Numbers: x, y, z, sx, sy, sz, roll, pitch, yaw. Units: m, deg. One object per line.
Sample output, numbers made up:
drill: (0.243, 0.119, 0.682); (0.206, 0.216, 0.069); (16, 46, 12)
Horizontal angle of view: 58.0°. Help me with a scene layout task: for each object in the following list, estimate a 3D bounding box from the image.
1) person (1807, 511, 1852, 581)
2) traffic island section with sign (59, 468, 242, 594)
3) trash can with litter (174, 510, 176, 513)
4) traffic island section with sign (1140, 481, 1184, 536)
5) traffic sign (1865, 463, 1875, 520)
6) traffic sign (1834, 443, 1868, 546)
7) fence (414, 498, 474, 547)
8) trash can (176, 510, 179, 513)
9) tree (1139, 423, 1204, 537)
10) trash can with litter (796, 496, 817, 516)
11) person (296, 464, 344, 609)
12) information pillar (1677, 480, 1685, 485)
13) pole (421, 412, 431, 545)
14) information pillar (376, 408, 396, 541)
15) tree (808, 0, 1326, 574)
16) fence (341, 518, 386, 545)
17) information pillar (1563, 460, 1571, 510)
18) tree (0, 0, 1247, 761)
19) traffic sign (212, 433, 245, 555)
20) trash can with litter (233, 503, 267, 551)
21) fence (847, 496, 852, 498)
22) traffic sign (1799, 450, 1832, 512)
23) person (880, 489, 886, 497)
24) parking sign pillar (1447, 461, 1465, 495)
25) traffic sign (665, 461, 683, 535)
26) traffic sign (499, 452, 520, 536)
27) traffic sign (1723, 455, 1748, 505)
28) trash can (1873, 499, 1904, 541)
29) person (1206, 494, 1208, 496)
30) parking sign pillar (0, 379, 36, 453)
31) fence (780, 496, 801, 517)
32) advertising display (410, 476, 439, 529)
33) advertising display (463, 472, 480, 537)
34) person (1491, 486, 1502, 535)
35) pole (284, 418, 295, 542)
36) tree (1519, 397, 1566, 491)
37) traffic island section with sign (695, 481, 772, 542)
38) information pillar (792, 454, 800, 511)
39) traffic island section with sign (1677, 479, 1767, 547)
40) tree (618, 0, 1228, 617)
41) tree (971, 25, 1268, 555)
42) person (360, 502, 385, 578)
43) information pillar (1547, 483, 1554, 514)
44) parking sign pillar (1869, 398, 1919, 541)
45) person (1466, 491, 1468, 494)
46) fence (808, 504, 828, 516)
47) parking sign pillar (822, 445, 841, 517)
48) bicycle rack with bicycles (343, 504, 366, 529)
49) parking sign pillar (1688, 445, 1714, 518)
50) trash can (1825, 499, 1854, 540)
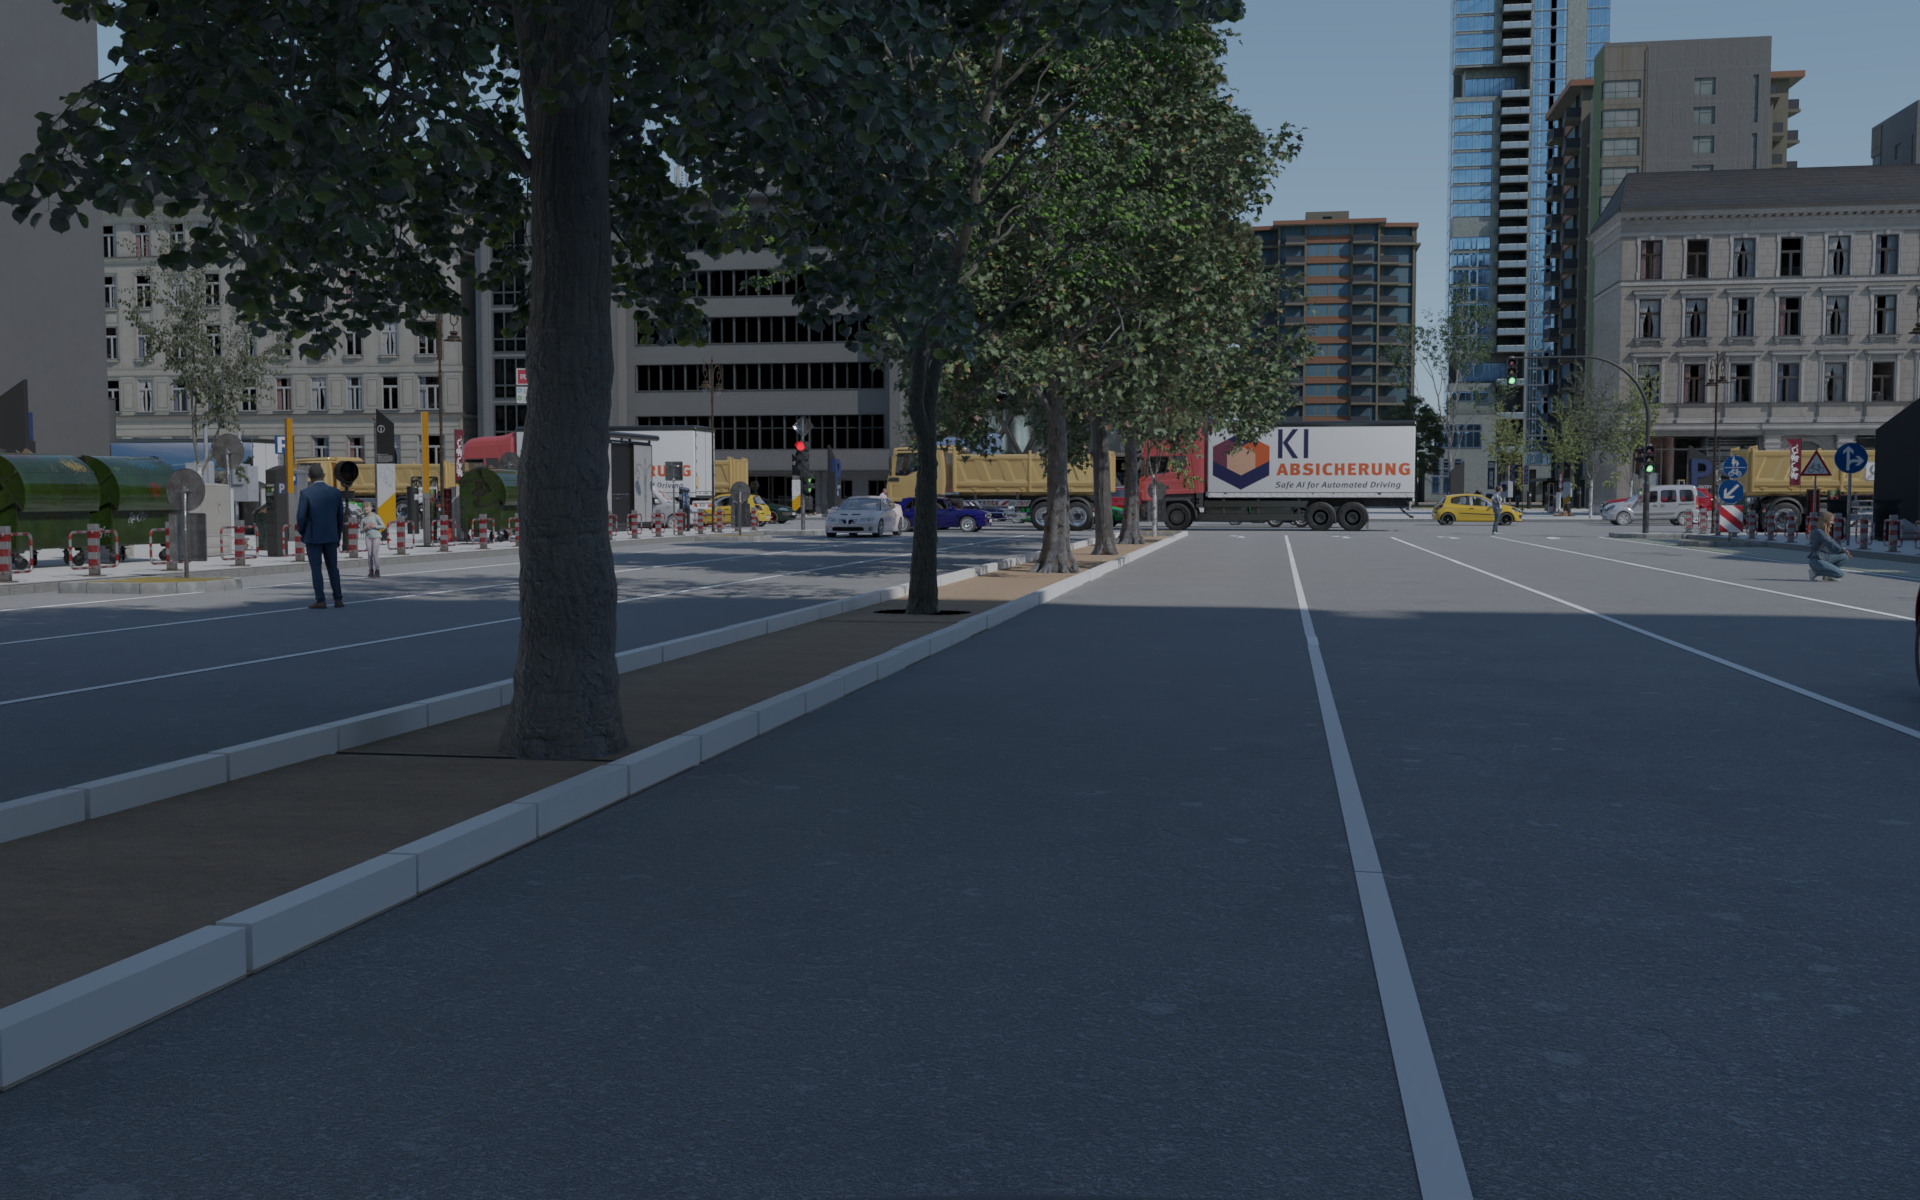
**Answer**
person: (14.333, -0.882, 28.418); (0.738, 1.151, 1.012); (3, 4, 37)
traffic island section with sign: (-11.866, -1.047, 25.749); (1.989, 1.847, 2.006); (1, 4, 10)
trash can with litter: (-26.342, -2.851, 57.995); (0.624, 1.170, 1.055); (3, 5, 40)
traffic island section with sign: (6.745, -3.161, 59.817); (2.006, 1.907, 1.989); (1, 4, 10)
traffic sign: (29.115, -3.244, 55.164); (0.606, 2.300, 0.079); (1, 4, 11)
traffic sign: (22.093, -2.625, 43.018); (0.768, 2.556, 0.104); (1, 4, 15)
fence: (-12.711, -1.935, 42.847); (0.480, 1.192, 2.264); (1, 4, 12)
trash can: (-30.198, -3.338, 66.237); (0.748, 1.137, 0.748); (0, 3, 0)
tree: (6.461, -6.380, 57.125); (4.737, 8.622, 4.395); (0, 3, 0)
trash can with litter: (-9.484, -5.682, 103.965); (2.233, 1.210, 1.678); (0, 4, -2)
person: (-7.977, -0.795, 21.683); (0.419, 1.800, 0.721); (3, 4, 39)
information pillar: (37.155, -5.190, 89.340); (0.304, 2.012, 0.304); (0, 4, 4)
pole: (-13.248, -3.003, 42.942); (0.158, 3.312, 0.155); (0, 3, 0)
information pillar: (-15.705, -3.425, 47.351); (0.504, 3.616, 0.183); (0, 4, 3)
tree: (1.778, -6.840, 31.306); (9.611, 12.733, 9.660); (0, 3, 0)
fence: (-15.359, -1.696, 43.097); (2.069, 0.683, 0.278); (-3, 4, -39)
information pillar: (41.440, -7.762, 118.268); (0.504, 3.616, 0.183); (3, 4, 36)
tree: (-2.198, -6.128, 9.305); (9.857, 13.997, 8.962); (0, 3, 0)
traffic sign: (-15.382, -2.220, 36.402); (0.768, 2.556, 0.104); (1, 4, 13)
trash can with litter: (-16.011, -1.708, 39.313); (1.055, 1.170, 0.624); (-1, 4, -20)
fence: (-6.121, -5.514, 101.353); (0.480, 1.192, 2.264); (2, 4, 32)
traffic sign: (25.187, -3.121, 51.027); (0.884, 2.594, 0.081); (1, 4, 12)
person: (-3.896, -4.875, 89.142); (0.436, 1.711, 0.756); (3, 4, 38)
parking sign pillar: (40.140, -9.280, 140.199); (1.447, 3.967, 1.447); (-1, 4, -18)
traffic sign: (-8.952, -3.185, 54.206); (0.606, 2.300, 0.079); (1, 4, 16)
traffic sign: (-13.605, -3.196, 52.360); (0.768, 2.556, 0.104); (1, 4, 16)
traffic sign: (25.404, -3.470, 56.844); (0.768, 2.556, 0.104); (1, 4, 11)
trash can: (25.220, -2.168, 47.094); (0.748, 1.137, 0.748); (0, 3, 0)
person: (23.466, -9.453, 163.063); (1.348, 1.824, 0.705); (-1, 4, -17)
parking sign pillar: (-22.555, -3.205, 40.880); (1.447, 3.967, 1.447); (0, 4, 1)
fence: (-9.549, -5.271, 97.385); (0.480, 1.192, 2.264); (-3, 5, -42)
advertising display: (-19.435, -3.528, 62.890); (0.974, 1.923, 0.123); (-2, 4, -34)
advertising display: (-14.301, -2.818, 51.289); (0.974, 1.923, 0.123); (-1, 4, -14)
person: (18.995, -3.185, 61.294); (0.376, 1.734, 0.841); (2, 4, 29)
pole: (-18.108, -3.238, 46.783); (0.158, 3.312, 0.155); (0, 3, 0)
tree: (44.267, -10.766, 126.379); (4.737, 8.622, 4.395); (0, 3, 0)
traffic island section with sign: (-6.860, -2.719, 53.084); (1.989, 1.847, 2.006); (1, 4, 10)
information pillar: (-9.478, -6.647, 100.039); (0.504, 3.616, 0.183); (-1, 4, -12)
traffic island section with sign: (20.772, -2.370, 47.374); (1.989, 1.847, 2.006); (1, 4, 10)
tree: (-0.356, -5.622, 20.133); (9.928, 11.665, 9.643); (0, 3, 0)
tree: (3.236, -7.987, 40.464); (7.806, 13.903, 7.818); (0, 3, 0)
person: (-10.102, -1.039, 29.770); (0.425, 1.301, 0.394); (-1, 4, -14)
information pillar: (39.013, -6.717, 114.317); (0.304, 2.012, 0.304); (1, 4, 12)
parking sign pillar: (26.307, -3.667, 48.430); (1.447, 3.967, 1.447); (-2, 4, -30)
person: (68.587, -13.791, 234.071); (0.705, 1.814, 1.350); (1, 4, 9)
fence: (-8.163, -5.251, 101.226); (0.278, 0.683, 2.069); (-3, 5, -42)
parking sign pillar: (-6.949, -6.568, 95.854); (1.447, 3.967, 1.447); (1, 4, 12)
bicycle rack with bicycles: (-23.044, -3.010, 62.597); (2.852, 0.926, 2.925); (-3, 5, -39)
parking sign pillar: (40.696, -6.520, 95.081); (1.447, 3.967, 1.447); (1, 4, 9)
trash can: (24.667, -2.261, 48.614); (0.748, 1.137, 0.748); (0, 3, 0)
